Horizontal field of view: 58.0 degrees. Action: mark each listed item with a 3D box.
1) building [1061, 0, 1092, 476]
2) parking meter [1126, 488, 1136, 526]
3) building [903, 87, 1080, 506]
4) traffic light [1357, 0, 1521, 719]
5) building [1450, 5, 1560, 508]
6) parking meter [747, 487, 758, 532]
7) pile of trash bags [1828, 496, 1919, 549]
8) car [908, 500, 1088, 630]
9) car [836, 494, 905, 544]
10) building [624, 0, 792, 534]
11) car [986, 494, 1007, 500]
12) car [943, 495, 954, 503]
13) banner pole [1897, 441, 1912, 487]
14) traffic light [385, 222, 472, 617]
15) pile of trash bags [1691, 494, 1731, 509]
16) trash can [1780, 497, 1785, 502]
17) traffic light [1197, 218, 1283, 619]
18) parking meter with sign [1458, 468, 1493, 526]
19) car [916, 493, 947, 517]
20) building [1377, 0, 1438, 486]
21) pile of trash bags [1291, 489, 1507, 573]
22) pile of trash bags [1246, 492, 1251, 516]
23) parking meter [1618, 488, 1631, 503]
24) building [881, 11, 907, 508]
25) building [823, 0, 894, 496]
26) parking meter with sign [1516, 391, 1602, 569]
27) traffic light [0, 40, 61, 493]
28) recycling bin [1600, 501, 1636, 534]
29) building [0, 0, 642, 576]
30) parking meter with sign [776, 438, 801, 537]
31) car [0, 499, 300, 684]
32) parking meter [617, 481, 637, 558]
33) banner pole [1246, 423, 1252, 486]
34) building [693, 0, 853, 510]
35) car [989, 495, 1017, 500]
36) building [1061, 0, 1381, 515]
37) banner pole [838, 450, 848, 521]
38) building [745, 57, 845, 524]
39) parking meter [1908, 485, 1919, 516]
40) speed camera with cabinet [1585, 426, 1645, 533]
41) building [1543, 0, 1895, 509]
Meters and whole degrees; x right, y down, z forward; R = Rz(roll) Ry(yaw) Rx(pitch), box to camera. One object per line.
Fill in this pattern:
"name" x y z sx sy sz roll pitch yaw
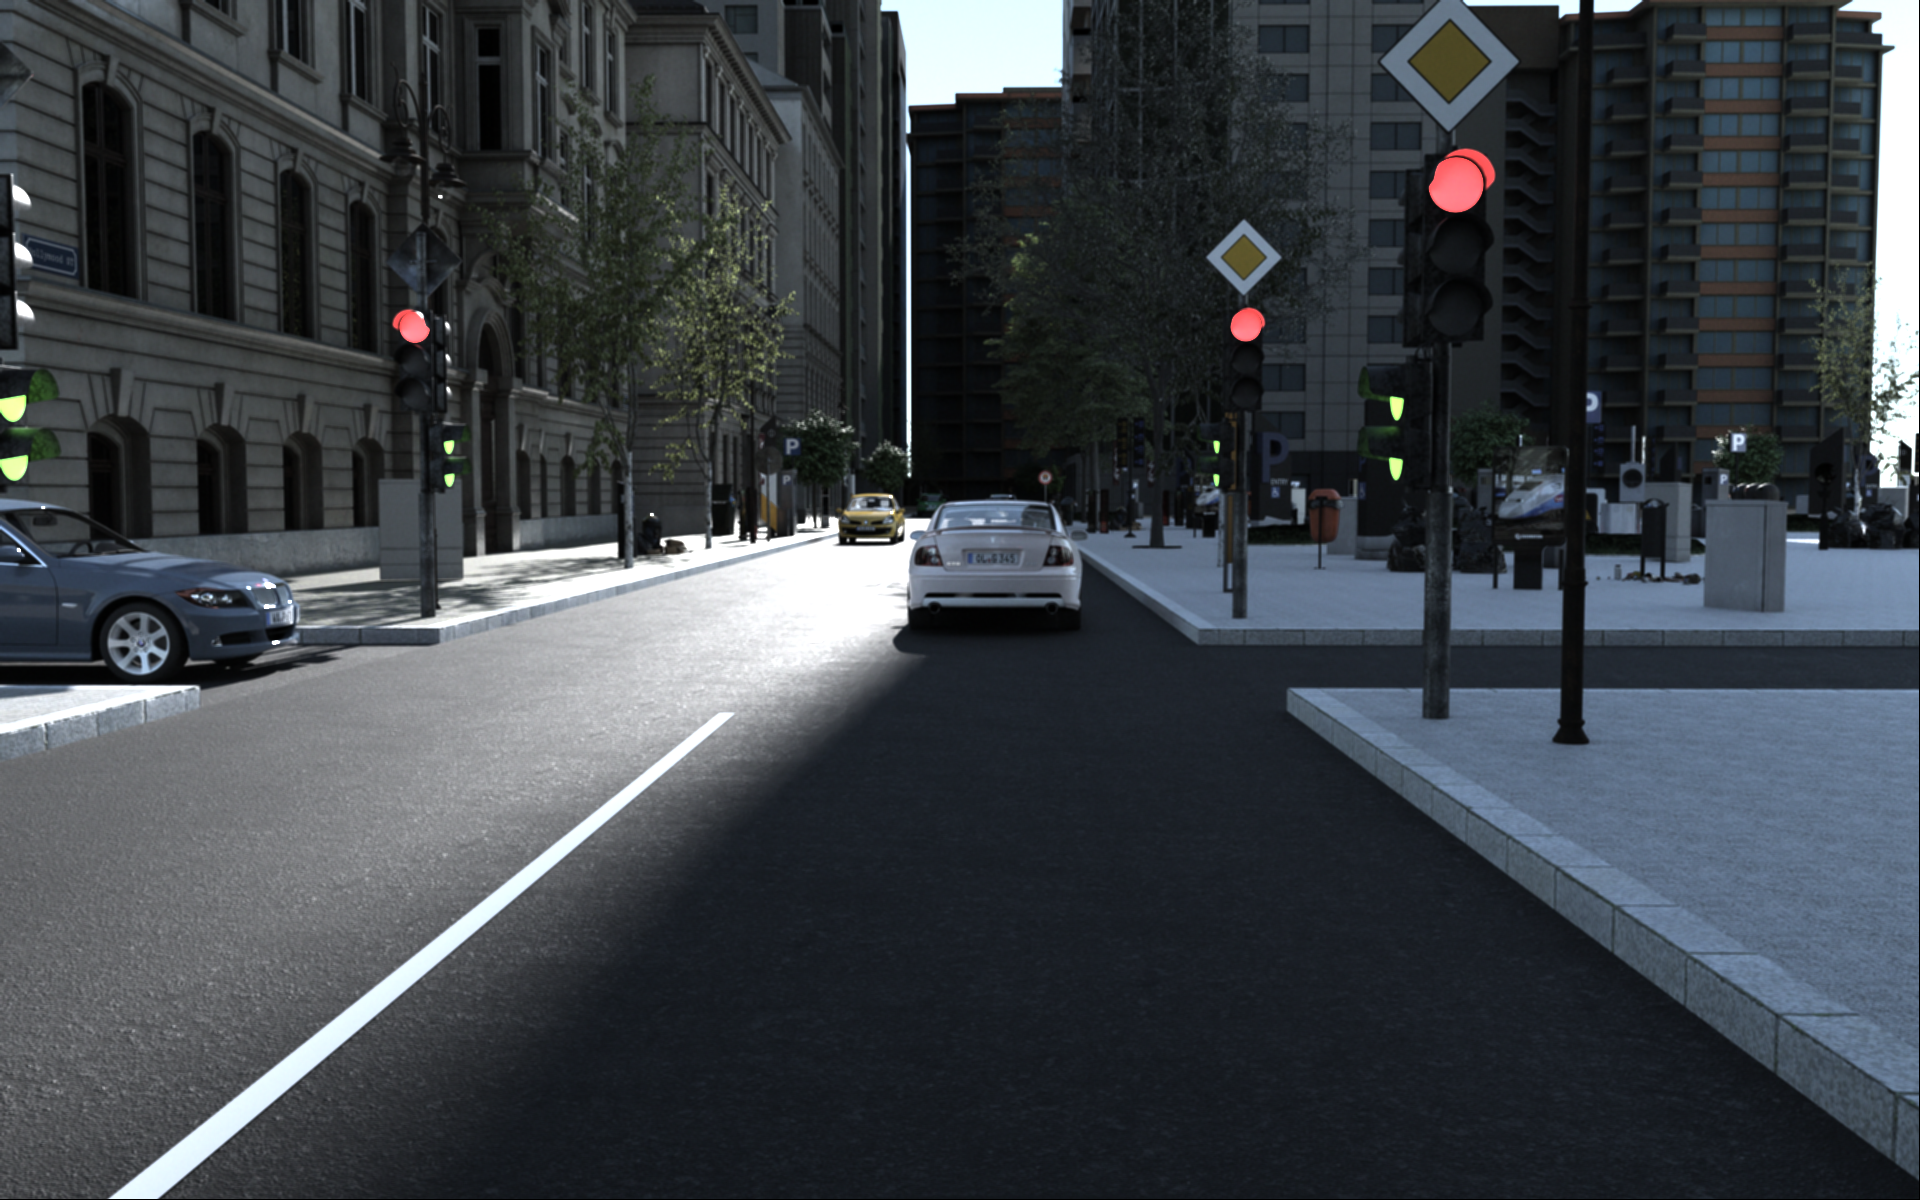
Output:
"building" 22.824 -34.434 152.231 28.713 52.752 27.495 0 4 1
"parking meter" 6.889 -3.753 69.771 0.372 1.533 0.369 0 3 0
"building" 7.201 -32.701 189.292 28.867 44.769 22.147 0 4 1
"traffic light" 2.712 -1.279 9.825 0.839 4.253 0.868 0 4 1
"building" 44.646 -31.047 157.732 14.200 45.320 14.600 0 4 1
"parking meter" -7.041 -3.075 58.683 0.372 1.533 0.369 0 3 0
"pile of trash bags" 22.498 -1.924 41.208 3.447 1.369 1.912 -1 4 -17
"car" 0.429 -0.449 19.704 2.083 1.381 4.827 0 4 2
"car" -2.579 -2.489 50.923 2.015 1.641 3.980 0 4 2
"building" -12.574 -12.203 64.150 10.561 19.102 19.286 0 4 1
"car" 2.940 -7.516 131.675 1.959 1.807 4.718 0 4 0
"car" -1.463 -7.700 138.483 1.945 1.354 3.894 0 4 2
"banner pole" 44.265 -5.586 81.342 0.863 3.779 0.401 0 4 -1
"traffic light" -5.535 -1.776 17.964 0.839 4.253 0.868 0 4 1
"pile of trash bags" 23.626 -2.804 55.603 3.447 1.369 1.912 -2 4 -35
"trash can" 39.503 -4.413 83.803 0.748 1.137 0.748 0 3 0
"traffic light" 2.875 -1.767 17.808 0.839 4.253 0.868 0 4 1
"parking meter with sign" 15.743 -3.378 51.494 1.738 3.016 0.543 2 4 26
"car" -1.829 -6.269 111.294 1.959 1.807 4.718 0 4 1
"building" 17.343 -40.914 107.190 20.563 71.187 20.611 0 4 1
"pile of trash bags" 7.536 -1.194 29.267 3.447 1.369 1.912 2 4 26
"pile of trash bags" 12.093 -3.349 64.508 3.447 1.369 1.912 2 4 31
"parking meter" 27.101 -3.818 70.831 0.372 1.533 0.369 0 3 0
"building" -12.335 -31.157 159.532 14.200 45.320 14.600 0 4 1
"building" -12.957 -28.161 144.029 14.154 41.232 14.086 0 4 1
"parking meter with sign" 10.321 -2.070 30.107 0.543 3.016 1.738 -1 4 -18
"traffic light" -5.698 -1.288 9.980 0.839 4.253 0.868 0 4 1
"recycling bin" 17.970 -2.126 47.317 0.722 1.027 0.722 0 4 0
"building" -15.682 -13.303 36.594 14.460 24.649 34.723 0 4 1
"parking meter with sign" -5.256 -3.463 52.876 0.543 3.016 1.738 0 4 5
"car" -7.660 -0.117 13.917 4.499 1.417 2.014 0 4 2
"parking meter" -6.698 -1.617 34.848 0.372 1.533 0.369 0 3 0
"banner pole" 10.132 -4.296 60.256 0.863 3.779 0.401 1 4 22
"building" -13.852 -20.148 101.126 14.160 30.474 14.107 0 4 1
"car" 2.126 -4.497 85.520 2.014 1.417 4.499 0 4 2
"building" 18.252 -42.171 127.748 20.563 71.187 20.611 0 4 1
"banner pole" -5.184 -5.263 76.063 0.401 3.779 0.863 3 4 36
"building" -11.131 -14.291 82.808 9.793 20.994 18.267 0 4 1
"parking meter" 25.409 -2.301 46.029 0.372 1.533 0.369 0 3 0
"speed camera with cabinet" 18.753 -3.418 50.215 2.038 3.252 0.660 1 4 19
"building" 66.114 -30.564 154.347 28.867 44.769 22.147 0 4 1
